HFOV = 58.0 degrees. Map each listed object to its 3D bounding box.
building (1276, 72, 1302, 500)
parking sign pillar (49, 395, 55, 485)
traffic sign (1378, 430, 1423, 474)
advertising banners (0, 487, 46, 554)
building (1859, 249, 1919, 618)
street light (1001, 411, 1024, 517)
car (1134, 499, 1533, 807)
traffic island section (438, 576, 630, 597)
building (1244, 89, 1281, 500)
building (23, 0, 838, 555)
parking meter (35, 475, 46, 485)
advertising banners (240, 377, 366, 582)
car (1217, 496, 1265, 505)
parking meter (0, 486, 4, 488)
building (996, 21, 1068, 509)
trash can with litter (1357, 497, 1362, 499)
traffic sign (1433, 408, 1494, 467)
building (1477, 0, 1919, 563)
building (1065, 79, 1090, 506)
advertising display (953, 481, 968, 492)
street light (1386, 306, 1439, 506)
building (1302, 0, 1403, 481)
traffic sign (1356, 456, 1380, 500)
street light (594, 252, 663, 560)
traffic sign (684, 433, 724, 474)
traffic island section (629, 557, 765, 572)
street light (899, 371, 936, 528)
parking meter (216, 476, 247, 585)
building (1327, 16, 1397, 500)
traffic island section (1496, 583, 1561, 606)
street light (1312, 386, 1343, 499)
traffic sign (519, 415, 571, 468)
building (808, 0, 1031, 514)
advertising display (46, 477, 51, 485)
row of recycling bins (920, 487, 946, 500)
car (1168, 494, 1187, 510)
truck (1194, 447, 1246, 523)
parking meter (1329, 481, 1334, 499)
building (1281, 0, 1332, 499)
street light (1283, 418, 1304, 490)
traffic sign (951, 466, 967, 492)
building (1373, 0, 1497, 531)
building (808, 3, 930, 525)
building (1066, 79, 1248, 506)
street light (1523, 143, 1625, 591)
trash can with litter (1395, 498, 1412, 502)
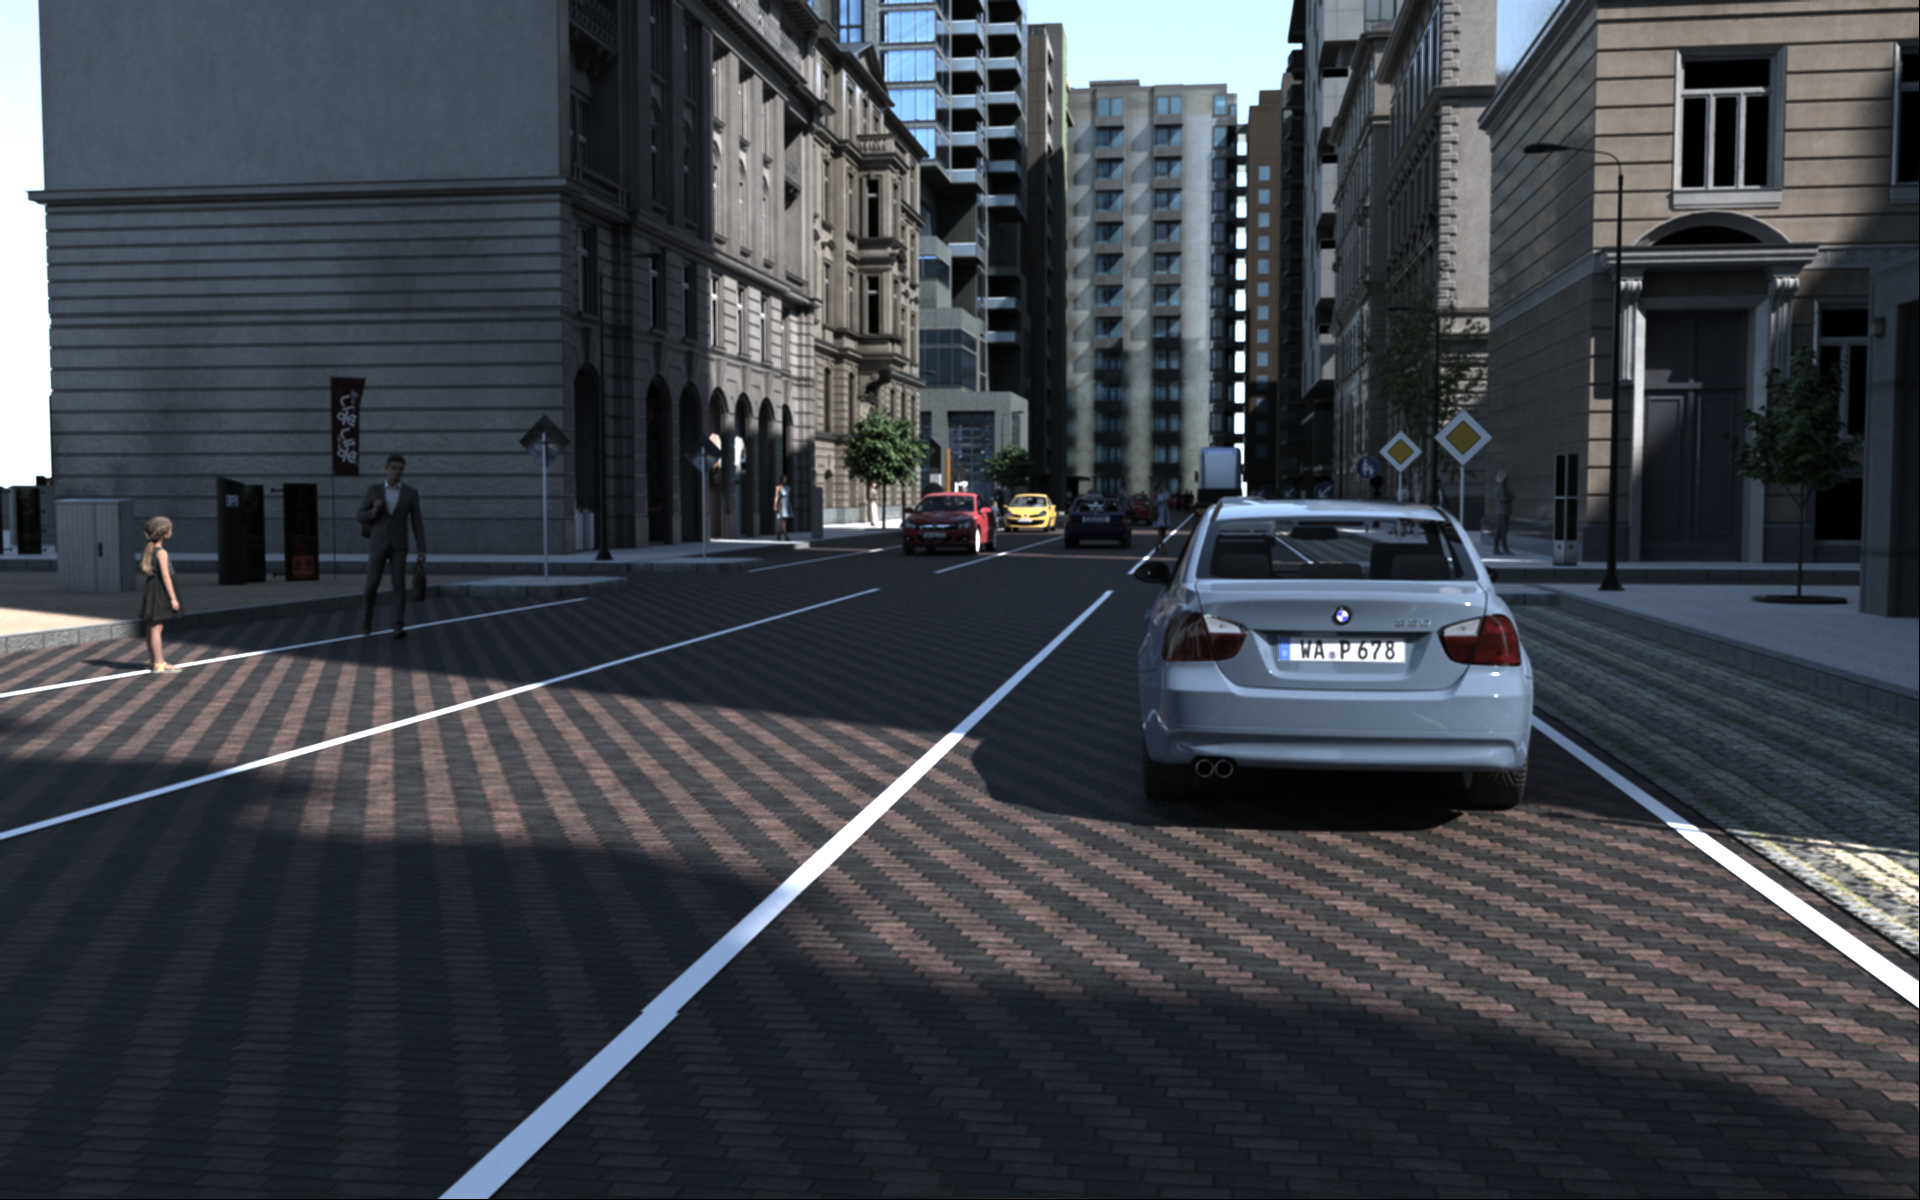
[{"bbox_3d":[38.438,-29.791,170.677,14.154,41.232,14.086,1,4,8],"label":"building"},{"bbox_3d":[-24.537,-3.635,47.911,1.447,3.967,1.447,1,4,8],"label":"parking sign pillar"},{"bbox_3d":[8.008,-1.789,31.446,0.795,2.593,0.064,1,4,8],"label":"traffic sign"},{"bbox_3d":[-20.616,-2.484,36.801,2.074,3.025,0.090,-1,4,-15],"label":"advertising banners"},{"bbox_3d":[18.353,-34.662,4.972,20.563,71.187,20.611,1,4,8],"label":"building"},{"bbox_3d":[2.897,-7.612,96.995,1.470,5.913,1.316,1,4,8],"label":"street light"},{"bbox_3d":[1.917,0.165,9.311,2.014,1.417,4.499,1,4,9],"label":"car"},{"bbox_3d":[-6.131,-0.199,25.535,2.009,0.180,2.903,1,4,8],"label":"traffic island section"},{"bbox_3d":[39.333,-33.302,194.591,14.200,45.320,14.600,1,4,8],"label":"building"},{"bbox_3d":[-12.423,-12.611,47.983,13.314,21.916,24.055,1,4,8],"label":"building"},{"bbox_3d":[-28.561,-2.945,53.865,0.255,1.863,0.399,-2,4,-35],"label":"parking meter"},{"bbox_3d":[-9.766,-1.795,25.543,2.074,3.025,0.090,-3,4,-38],"label":"advertising banners"},{"bbox_3d":[8.070,-2.275,49.553,2.083,1.381,4.827,1,4,9],"label":"car"},{"bbox_3d":[-64.260,-6.750,116.075,0.399,1.863,0.255,1,4,8],"label":"parking meter"},{"bbox_3d":[1.483,-28.336,146.881,14.154,41.232,14.086,1,4,8],"label":"building"},{"bbox_3d":[15.783,-3.584,69.981,1.055,1.170,0.624,1,4,11],"label":"trash can with litter"},{"bbox_3d":[6.846,-1.306,23.546,0.795,2.593,0.064,1,4,8],"label":"traffic sign"},{"bbox_3d":[22.289,-15.333,36.602,20.117,28.700,13.634,1,4,8],"label":"building"},{"bbox_3d":[-2.119,-31.672,172.469,28.867,44.769,22.147,1,4,8],"label":"building"},{"bbox_3d":[0.027,-4.734,82.615,0.123,1.923,0.974,3,5,43],"label":"advertising display"},{"bbox_3d":[11.217,-4.299,42.828,1.470,5.913,1.316,1,4,8],"label":"street light"},{"bbox_3d":[37.975,-32.408,119.115,28.713,52.752,27.495,1,4,8],"label":"building"},{"bbox_3d":[13.666,-3.547,58.100,0.768,2.556,0.104,1,4,9],"label":"traffic sign"},{"bbox_3d":[-6.382,-3.722,33.398,1.470,5.913,1.316,1,4,8],"label":"street light"},{"bbox_3d":[-4.944,-1.907,33.365,0.795,2.593,0.064,1,4,8],"label":"traffic sign"},{"bbox_3d":[-4.969,-0.682,33.436,2.009,0.180,2.903,1,4,8],"label":"traffic island section"},{"bbox_3d":[-1.608,-5.693,65.620,1.470,5.913,1.316,1,4,8],"label":"street light"},{"bbox_3d":[-10.330,-0.988,24.568,0.372,1.533,0.369,0,3,0],"label":"parking meter"},{"bbox_3d":[26.342,-17.978,91.205,12.463,27.353,25.104,1,4,8],"label":"building"},{"bbox_3d":[6.871,-0.082,23.625,2.009,0.180,2.903,1,4,8],"label":"traffic island section"},{"bbox_3d":[15.778,-6.217,74.194,1.470,5.913,1.316,1,4,8],"label":"street light"},{"bbox_3d":[-6.106,-1.424,25.465,0.795,2.593,0.064,1,4,8],"label":"traffic sign"},{"bbox_3d":[-5.640,-49.573,123.195,22.319,86.520,31.000,1,4,8],"label":"building"},{"bbox_3d":[-35.057,-3.787,67.130,0.974,1.923,0.123,-1,4,-8],"label":"advertising display"},{"bbox_3d":[-2.013,-5.547,97.807,1.069,1.692,3.534,-3,5,-41],"label":"row of recycling bins"},{"bbox_3d":[20.107,-9.230,159.947,2.155,1.783,4.494,0,4,8],"label":"car"},{"bbox_3d":[14.037,-6.346,93.514,2.967,4.110,18.799,1,4,9],"label":"truck"},{"bbox_3d":[16.249,-4.322,76.377,0.399,1.863,0.255,0,4,-6],"label":"parking meter"},{"bbox_3d":[39.108,-30.171,147.912,22.147,44.769,28.867,1,4,8],"label":"building"},{"bbox_3d":[20.376,-8.135,105.556,1.470,5.913,1.316,1,4,8],"label":"street light"},{"bbox_3d":[-0.072,-4.773,78.146,0.768,2.556,0.104,1,4,18],"label":"traffic sign"},{"bbox_3d":[22.785,-14.655,68.489,11.050,23.489,19.941,1,4,8],"label":"building"},{"bbox_3d":[-9.658,-15.820,77.739,14.460,24.649,34.723,1,4,8],"label":"building"},{"bbox_3d":[18.032,-35.686,203.079,30.456,49.044,23.786,1,4,8],"label":"building"},{"bbox_3d":[8.153,-3.087,23.010,1.470,5.913,1.316,1,4,8],"label":"street light"},{"bbox_3d":[14.581,-2.706,55.305,2.233,1.210,1.678,0,4,5],"label":"trash can with litter"}]
